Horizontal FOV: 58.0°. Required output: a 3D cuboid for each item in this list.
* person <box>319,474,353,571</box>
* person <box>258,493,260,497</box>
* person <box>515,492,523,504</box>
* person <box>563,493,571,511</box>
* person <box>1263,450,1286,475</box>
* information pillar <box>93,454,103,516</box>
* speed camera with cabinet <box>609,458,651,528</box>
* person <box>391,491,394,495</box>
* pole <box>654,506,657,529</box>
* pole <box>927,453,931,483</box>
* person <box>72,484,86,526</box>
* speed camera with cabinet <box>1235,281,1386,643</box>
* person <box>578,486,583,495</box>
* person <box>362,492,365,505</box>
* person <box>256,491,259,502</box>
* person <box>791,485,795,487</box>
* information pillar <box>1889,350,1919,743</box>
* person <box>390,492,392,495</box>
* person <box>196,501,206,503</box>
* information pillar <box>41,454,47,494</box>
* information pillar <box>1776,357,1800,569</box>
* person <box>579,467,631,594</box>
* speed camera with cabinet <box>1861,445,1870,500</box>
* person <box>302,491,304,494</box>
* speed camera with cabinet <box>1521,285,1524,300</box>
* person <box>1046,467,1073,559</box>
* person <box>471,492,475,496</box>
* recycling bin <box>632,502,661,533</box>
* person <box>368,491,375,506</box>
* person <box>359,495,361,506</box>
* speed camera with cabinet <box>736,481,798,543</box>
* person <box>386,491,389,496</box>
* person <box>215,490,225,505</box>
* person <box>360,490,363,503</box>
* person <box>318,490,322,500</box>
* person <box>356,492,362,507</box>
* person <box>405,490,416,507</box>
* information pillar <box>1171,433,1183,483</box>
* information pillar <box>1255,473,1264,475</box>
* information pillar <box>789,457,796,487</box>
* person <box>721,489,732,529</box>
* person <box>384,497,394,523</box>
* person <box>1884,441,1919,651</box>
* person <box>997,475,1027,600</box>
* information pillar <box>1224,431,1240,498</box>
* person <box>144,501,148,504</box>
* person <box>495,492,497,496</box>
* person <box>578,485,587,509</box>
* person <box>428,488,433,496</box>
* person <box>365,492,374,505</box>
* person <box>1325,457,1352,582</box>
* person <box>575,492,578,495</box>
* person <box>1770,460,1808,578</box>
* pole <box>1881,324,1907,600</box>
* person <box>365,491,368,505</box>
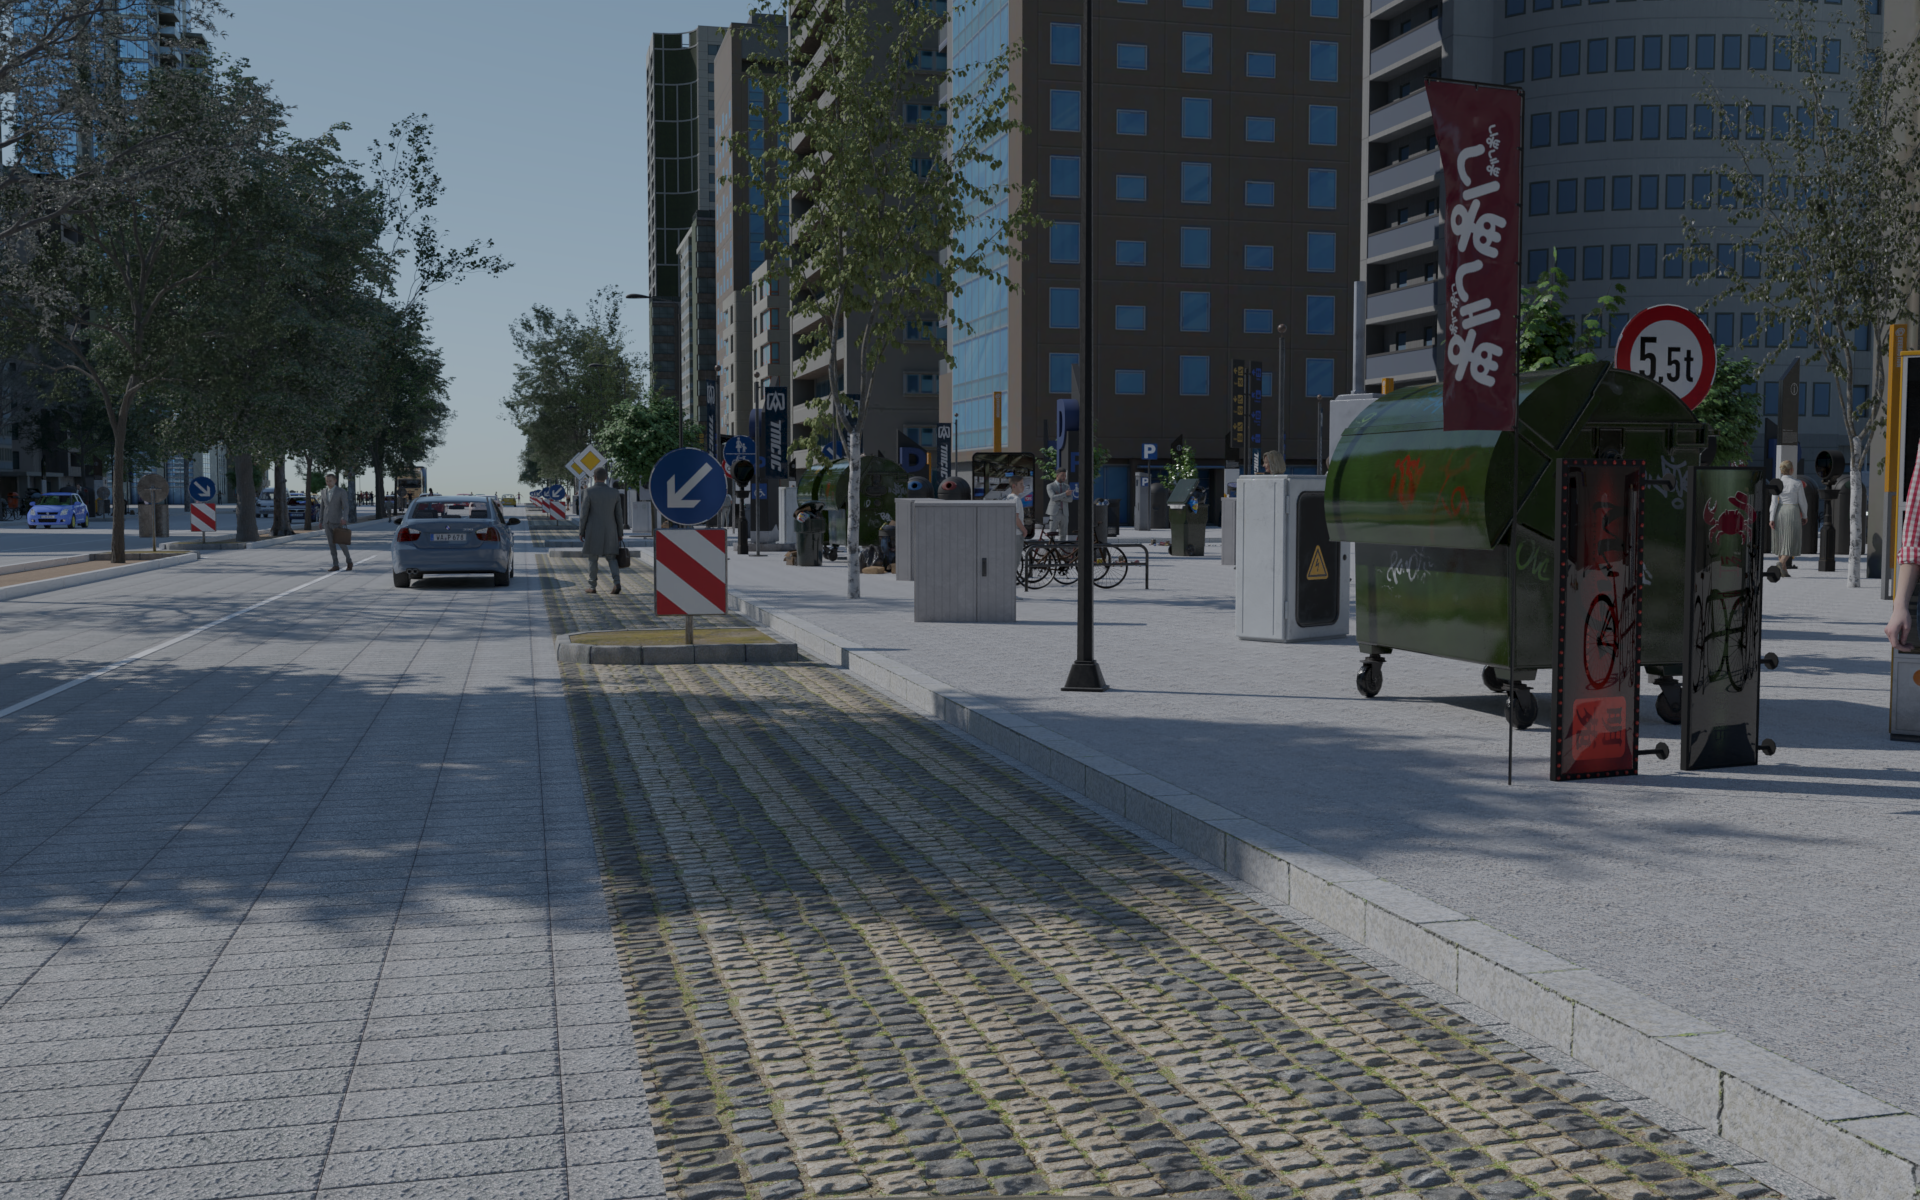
[{"bbox_3d":[-11.614,-1.440,32.159,0.709,1.813,0.853,0,4,7],"label":"person"},{"bbox_3d":[-95.359,-13.852,235.780,0.557,1.426,1.065,0,4,1],"label":"person"},{"bbox_3d":[-60.790,-14.039,238.717,1.217,1.739,0.721,-1,4,-19],"label":"person"},{"bbox_3d":[-29.874,-7.479,131.512,0.628,1.438,0.799,-1,4,-19],"label":"person"},{"bbox_3d":[3.763,-0.882,20.639,0.728,1.800,0.709,1,4,16],"label":"person"},{"bbox_3d":[-50.615,-6.750,101.709,0.183,3.616,0.504,3,5,44],"label":"information pillar"},{"bbox_3d":[-12.322,-4.351,65.469,2.038,3.252,0.660,1,4,16],"label":"speed camera with cabinet"},{"bbox_3d":[-70.482,-12.637,215.127,1.348,1.823,0.705,2,4,25],"label":"person"},{"bbox_3d":[-9.810,-3.771,55.507,0.158,3.312,0.155,0,3,0],"label":"pole"},{"bbox_3d":[-1.526,-5.611,85.589,0.158,3.312,0.155,0,3,0],"label":"pole"},{"bbox_3d":[-39.700,-4.288,77.967,0.648,1.900,0.474,-3,5,-43],"label":"person"},{"bbox_3d":[3.343,-1.301,15.604,2.038,3.252,0.660,-3,5,-43],"label":"speed camera with cabinet"},{"bbox_3d":[-25.816,-6.880,118.377,0.661,1.843,0.795,-2,4,-35],"label":"person"},{"bbox_3d":[-77.381,-13.160,224.378,0.721,1.743,1.217,-3,5,-41],"label":"person"},{"bbox_3d":[-87.698,-12.817,216.315,0.721,1.735,1.217,0,4,-7],"label":"person"},{"bbox_3d":[-9.581,-5.741,99.999,0.391,1.810,0.635,0,4,-3],"label":"person"},{"bbox_3d":[5.038,-0.274,8.972,0.304,2.012,0.304,3,4,39],"label":"information pillar"},{"bbox_3d":[-83.536,-14.994,254.377,0.721,1.736,1.217,3,4,38],"label":"person"},{"bbox_3d":[-29.981,-3.644,68.668,0.643,1.750,0.593,-1,4,-9],"label":"person"},{"bbox_3d":[-53.557,-6.723,101.281,0.183,3.616,0.504,0,4,-8],"label":"information pillar"},{"bbox_3d":[14.108,-2.335,29.535,0.504,3.616,0.183,-2,4,-32],"label":"information pillar"},{"bbox_3d":[-5.094,-0.983,24.670,0.694,1.812,0.767,-2,4,-31],"label":"person"},{"bbox_3d":[37.390,-4.651,70.387,2.038,3.252,0.660,0,4,4],"label":"speed camera with cabinet"},{"bbox_3d":[-59.447,-9.039,157.013,0.721,1.736,1.217,-1,4,-13],"label":"person"},{"bbox_3d":[5.942,-1.339,16.230,2.038,3.252,0.660,3,5,40],"label":"speed camera with cabinet"},{"bbox_3d":[1.961,-1.680,33.692,0.511,1.800,0.466,-3,4,-39],"label":"person"},{"bbox_3d":[-64.791,-13.479,229.661,1.217,1.735,0.721,0,4,7],"label":"person"},{"bbox_3d":[-10.467,-2.769,57.824,0.722,1.027,0.722,2,4,25],"label":"recycling bin"},{"bbox_3d":[-71.379,-12.342,210.312,0.705,1.822,1.348,2,4,30],"label":"person"},{"bbox_3d":[-73.625,-12.274,212.444,0.557,1.426,1.065,1,4,22],"label":"person"},{"bbox_3d":[-4.395,-2.868,41.224,0.660,3.252,2.038,3,5,42],"label":"speed camera with cabinet"},{"bbox_3d":[-65.551,-11.587,198.635,0.721,1.739,1.217,1,4,9],"label":"person"},{"bbox_3d":[-88.682,-12.279,207.524,1.217,1.735,0.721,-3,4,-36],"label":"person"},{"bbox_3d":[-90.024,-15.558,260.376,0.705,1.831,1.348,-2,4,-33],"label":"person"},{"bbox_3d":[-54.992,-8.615,149.370,0.705,1.822,1.348,0,4,7],"label":"person"},{"bbox_3d":[-69.122,-11.605,198.965,1.217,1.735,0.721,-2,4,-35],"label":"person"},{"bbox_3d":[-52.113,-9.523,164.219,0.705,1.822,1.348,3,5,43],"label":"person"},{"bbox_3d":[8.382,-4.624,66.953,0.504,3.616,0.183,-1,4,-21],"label":"information pillar"},{"bbox_3d":[10.426,-3.413,60.290,0.304,2.012,0.304,1,4,10],"label":"information pillar"},{"bbox_3d":[-10.675,-7.293,110.598,0.504,3.616,0.183,2,4,24],"label":"information pillar"},{"bbox_3d":[-8.582,-3.340,63.252,0.523,1.515,0.503,1,4,16],"label":"person"},{"bbox_3d":[-28.631,-4.529,86.820,0.475,1.303,0.640,-3,4,-38],"label":"person"},{"bbox_3d":[3.271,0.030,5.555,0.555,1.821,0.388,1,4,10],"label":"person"},{"bbox_3d":[0.627,-0.757,21.009,0.503,1.515,0.523,3,5,39],"label":"person"},{"bbox_3d":[8.963,-4.014,56.985,0.504,3.616,0.183,0,4,2],"label":"information pillar"},{"bbox_3d":[-92.439,-11.606,196.477,0.621,1.740,0.551,-2,4,-31],"label":"person"},{"bbox_3d":[-52.599,-11.434,196.362,0.530,1.710,0.541,0,4,-4],"label":"person"},{"bbox_3d":[-21.403,-5.673,98.901,0.694,1.812,0.767,-2,4,-28],"label":"person"},{"bbox_3d":[-32.895,-6.055,107.514,0.388,1.821,0.555,-1,4,-13],"label":"person"},{"bbox_3d":[-76.094,-13.092,223.269,1.217,1.736,0.721,0,4,7],"label":"person"},{"bbox_3d":[5.206,-1.120,24.320,0.822,1.834,0.622,-2,4,-31],"label":"person"},{"bbox_3d":[-31.615,-8.456,144.256,1.348,1.831,0.705,-2,4,-27],"label":"person"},{"bbox_3d":[12.652,-1.239,26.526,0.641,1.798,0.478,-3,5,-40],"label":"person"},{"bbox_3d":[11.279,-1.656,20.913,0.158,3.312,0.155,0,3,0],"label":"pole"},{"bbox_3d":[-75.368,-12.946,220.102,0.705,1.831,1.348,0,4,-5],"label":"person"}]
